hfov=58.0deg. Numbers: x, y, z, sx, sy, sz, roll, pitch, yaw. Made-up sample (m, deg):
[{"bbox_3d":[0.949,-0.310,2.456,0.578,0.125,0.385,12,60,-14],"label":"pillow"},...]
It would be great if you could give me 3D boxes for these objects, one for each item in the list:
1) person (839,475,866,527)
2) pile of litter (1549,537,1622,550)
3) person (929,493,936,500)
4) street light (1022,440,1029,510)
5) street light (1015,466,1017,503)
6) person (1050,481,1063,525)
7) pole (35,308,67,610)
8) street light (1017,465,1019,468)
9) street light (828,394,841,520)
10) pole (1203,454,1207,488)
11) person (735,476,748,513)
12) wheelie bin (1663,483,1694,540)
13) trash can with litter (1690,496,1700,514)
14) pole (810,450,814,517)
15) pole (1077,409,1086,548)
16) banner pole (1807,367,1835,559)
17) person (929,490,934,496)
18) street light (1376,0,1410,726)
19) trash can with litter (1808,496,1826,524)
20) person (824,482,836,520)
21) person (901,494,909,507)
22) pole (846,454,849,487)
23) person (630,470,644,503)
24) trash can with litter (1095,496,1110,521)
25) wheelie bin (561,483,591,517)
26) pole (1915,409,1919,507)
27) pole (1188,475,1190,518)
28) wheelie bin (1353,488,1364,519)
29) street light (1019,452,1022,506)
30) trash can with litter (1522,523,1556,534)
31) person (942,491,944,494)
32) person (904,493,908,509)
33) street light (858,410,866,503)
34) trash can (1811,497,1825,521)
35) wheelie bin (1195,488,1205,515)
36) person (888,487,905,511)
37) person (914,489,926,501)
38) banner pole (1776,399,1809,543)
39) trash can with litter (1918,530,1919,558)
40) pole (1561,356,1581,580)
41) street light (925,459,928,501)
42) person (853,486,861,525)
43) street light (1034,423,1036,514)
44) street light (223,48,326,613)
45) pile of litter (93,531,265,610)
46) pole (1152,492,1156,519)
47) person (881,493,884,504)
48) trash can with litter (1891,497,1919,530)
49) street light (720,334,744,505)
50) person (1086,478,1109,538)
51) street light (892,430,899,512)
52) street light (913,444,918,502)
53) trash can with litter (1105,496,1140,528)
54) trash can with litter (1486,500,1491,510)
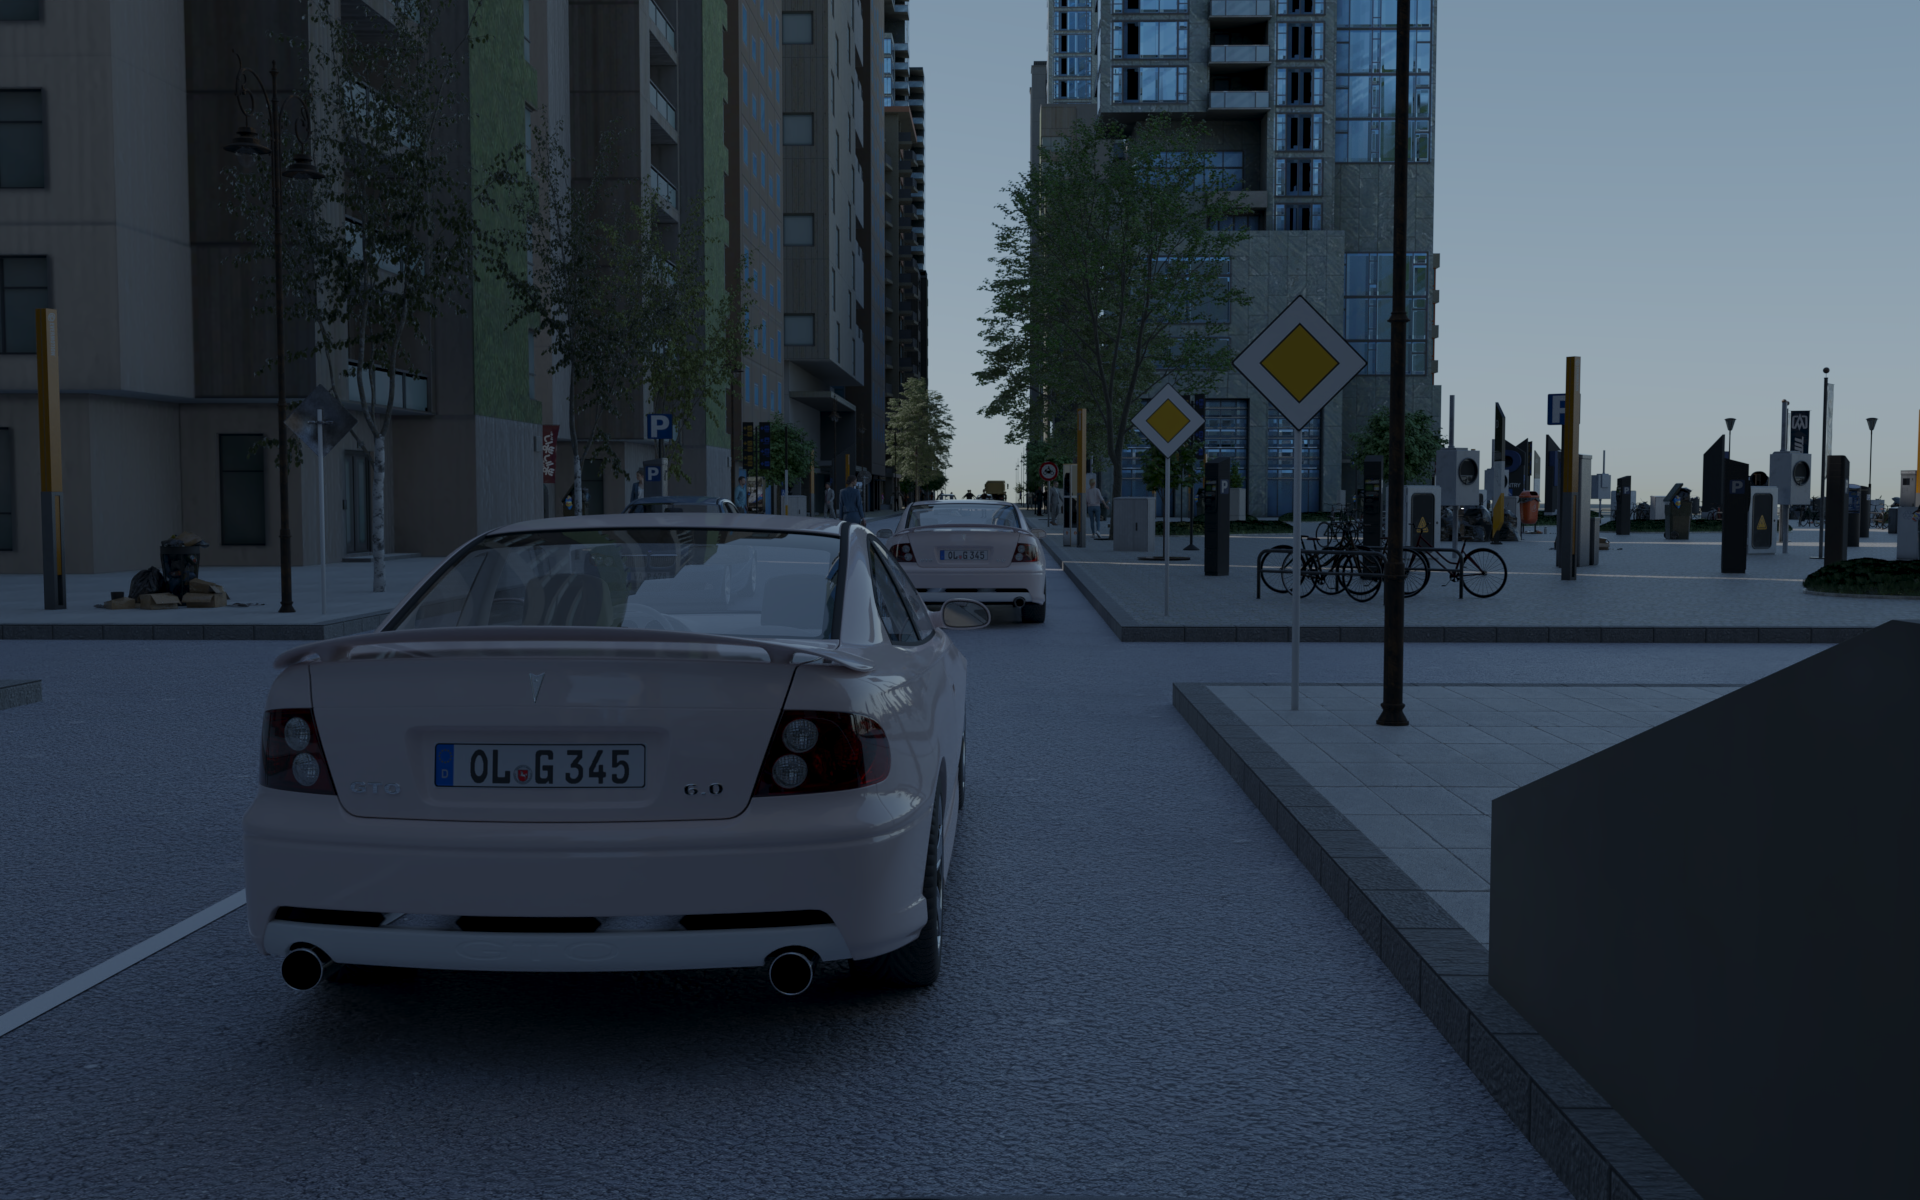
[{"bbox_3d":[-2.278,-1.672,35.861,0.581,1.822,0.654,2,4,29],"label":"person"},{"bbox_3d":[14.436,-1.587,39.908,1.719,0.858,1.176,1,4,10],"label":"pile of litter"},{"bbox_3d":[-3.075,-11.024,189.544,1.065,1.426,0.557,3,5,43],"label":"person"},{"bbox_3d":[5.442,-10.177,139.185,0.468,5.910,1.993,0,4,1],"label":"street light"},{"bbox_3d":[7.439,-15.245,222.042,0.468,5.910,1.993,0,4,1],"label":"street light"},{"bbox_3d":[3.920,-3.954,70.809,0.853,1.813,0.709,3,5,44],"label":"person"},{"bbox_3d":[-10.057,-1.548,19.158,0.158,3.312,0.155,0,3,0],"label":"pole"},{"bbox_3d":[6.802,-13.367,191.333,0.468,5.910,1.993,0,4,1],"label":"street light"},{"bbox_3d":[-5.759,-6.550,79.877,0.468,5.910,1.993,0,4,1],"label":"street light"},{"bbox_3d":[12.456,-5.762,88.059,0.158,3.312,0.155,0,3,0],"label":"pole"},{"bbox_3d":[-6.662,-2.816,52.107,0.620,1.820,0.660,1,4,8],"label":"person"},{"bbox_3d":[20.303,-2.511,48.968,0.693,1.594,0.980,0,4,5],"label":"wheelie bin"},{"bbox_3d":[35.384,-4.369,82.486,2.233,1.210,1.678,1,4,11],"label":"trash can with litter"},{"bbox_3d":[-6.850,-5.276,80.106,0.158,3.312,0.155,0,3,0],"label":"pole"},{"bbox_3d":[2.907,-2.911,41.437,0.158,3.312,0.155,0,3,0],"label":"pole"},{"bbox_3d":[17.226,-2.716,34.429,0.401,3.779,0.863,3,5,40],"label":"banner pole"},{"bbox_3d":[-3.305,-11.758,198.736,0.568,1.767,0.683,-1,4,-21],"label":"person"},{"bbox_3d":[2.411,-2.244,9.472,0.468,5.910,1.993,0,4,1],"label":"street light"},{"bbox_3d":[37.386,-3.870,74.330,2.233,1.210,1.678,0,4,1],"label":"trash can with litter"},{"bbox_3d":[-5.740,-4.264,76.036,0.678,1.792,0.850,3,5,42],"label":"person"},{"bbox_3d":[-5.380,-10.046,170.324,0.705,1.821,1.348,-2,4,-35],"label":"person"},{"bbox_3d":[-5.765,-5.810,88.835,0.158,3.312,0.155,0,3,0],"label":"pole"},{"bbox_3d":[-7.262,-2.047,39.528,0.581,1.822,0.654,0,4,1],"label":"person"},{"bbox_3d":[6.738,-4.328,82.153,0.624,1.170,1.055,1,4,16],"label":"trash can with litter"},{"bbox_3d":[-10.081,-2.300,45.511,0.693,1.594,0.980,0,4,-5],"label":"wheelie bin"},{"bbox_3d":[23.121,-2.923,41.641,0.158,3.312,0.155,0,3,0],"label":"pole"},{"bbox_3d":[12.252,-6.012,92.137,0.158,3.312,0.155,0,3,0],"label":"pole"},{"bbox_3d":[20.849,-5.005,89.738,0.980,1.594,0.693,-2,4,-26],"label":"wheelie bin"},{"bbox_3d":[6.238,-12.028,169.451,0.468,5.910,1.993,0,4,1],"label":"street light"},{"bbox_3d":[18.290,-2.767,56.299,1.678,1.210,2.233,-2,4,-28],"label":"trash can with litter"},{"bbox_3d":[-2.422,-13.869,233.527,1.217,1.735,0.721,0,4,2],"label":"person"},{"bbox_3d":[-4.532,-8.280,144.676,0.557,1.426,1.065,-1,4,-18],"label":"person"},{"bbox_3d":[-5.364,-7.483,95.137,0.468,5.910,1.993,0,4,1],"label":"street light"},{"bbox_3d":[41.728,-4.431,84.107,0.748,1.137,0.748,0,3,0],"label":"trash can"},{"bbox_3d":[12.009,-4.712,84.942,0.980,1.594,0.693,-1,4,-21],"label":"wheelie bin"},{"bbox_3d":[-4.792,-7.605,130.392,1.348,1.823,0.705,1,4,12],"label":"person"},{"bbox_3d":[-4.209,-10.925,184.684,1.348,1.821,0.705,0,4,1],"label":"person"},{"bbox_3d":[21.925,-3.402,45.646,0.863,3.779,0.401,1,4,17],"label":"banner pole"},{"bbox_3d":[17.471,-1.212,31.199,0.624,1.170,1.055,2,4,27],"label":"trash can with litter"},{"bbox_3d":[9.083,-1.951,25.740,0.158,3.312,0.155,0,3,0],"label":"pole"},{"bbox_3d":[-3.362,-12.589,178.622,0.468,5.910,1.993,0,4,1],"label":"street light"},{"bbox_3d":[-4.001,-3.427,64.620,0.778,1.811,0.616,-1,4,-15],"label":"person"},{"bbox_3d":[4.749,-8.326,108.916,0.468,5.910,1.993,0,4,1],"label":"street light"},{"bbox_3d":[-7.299,-2.802,18.604,0.468,5.910,1.993,0,4,1],"label":"street light"},{"bbox_3d":[-8.863,-0.349,19.671,1.719,0.858,1.176,0,4,3],"label":"pile of litter"},{"bbox_3d":[10.000,-5.834,89.223,0.158,3.312,0.155,0,3,0],"label":"pole"},{"bbox_3d":[-7.866,-10.303,177.726,0.599,1.433,0.991,-1,4,-9],"label":"person"},{"bbox_3d":[36.699,-3.418,67.278,0.624,1.170,1.055,-1,4,-14],"label":"trash can with litter"},{"bbox_3d":[-6.478,-4.684,49.367,0.468,5.910,1.993,0,4,1],"label":"street light"},{"bbox_3d":[4.006,-2.695,50.782,0.731,1.740,0.598,0,4,-2],"label":"person"},{"bbox_3d":[-4.687,-9.348,125.624,0.468,5.910,1.993,0,4,1],"label":"street light"},{"bbox_3d":[-3.942,-11.209,156.059,0.468,5.910,1.993,0,4,1],"label":"street light"},{"bbox_3d":[6.359,-3.368,66.127,2.233,1.210,1.678,1,4,13],"label":"trash can with litter"},{"bbox_3d":[25.063,-4.335,82.270,0.624,1.170,1.055,-1,4,-11],"label":"trash can with litter"}]
